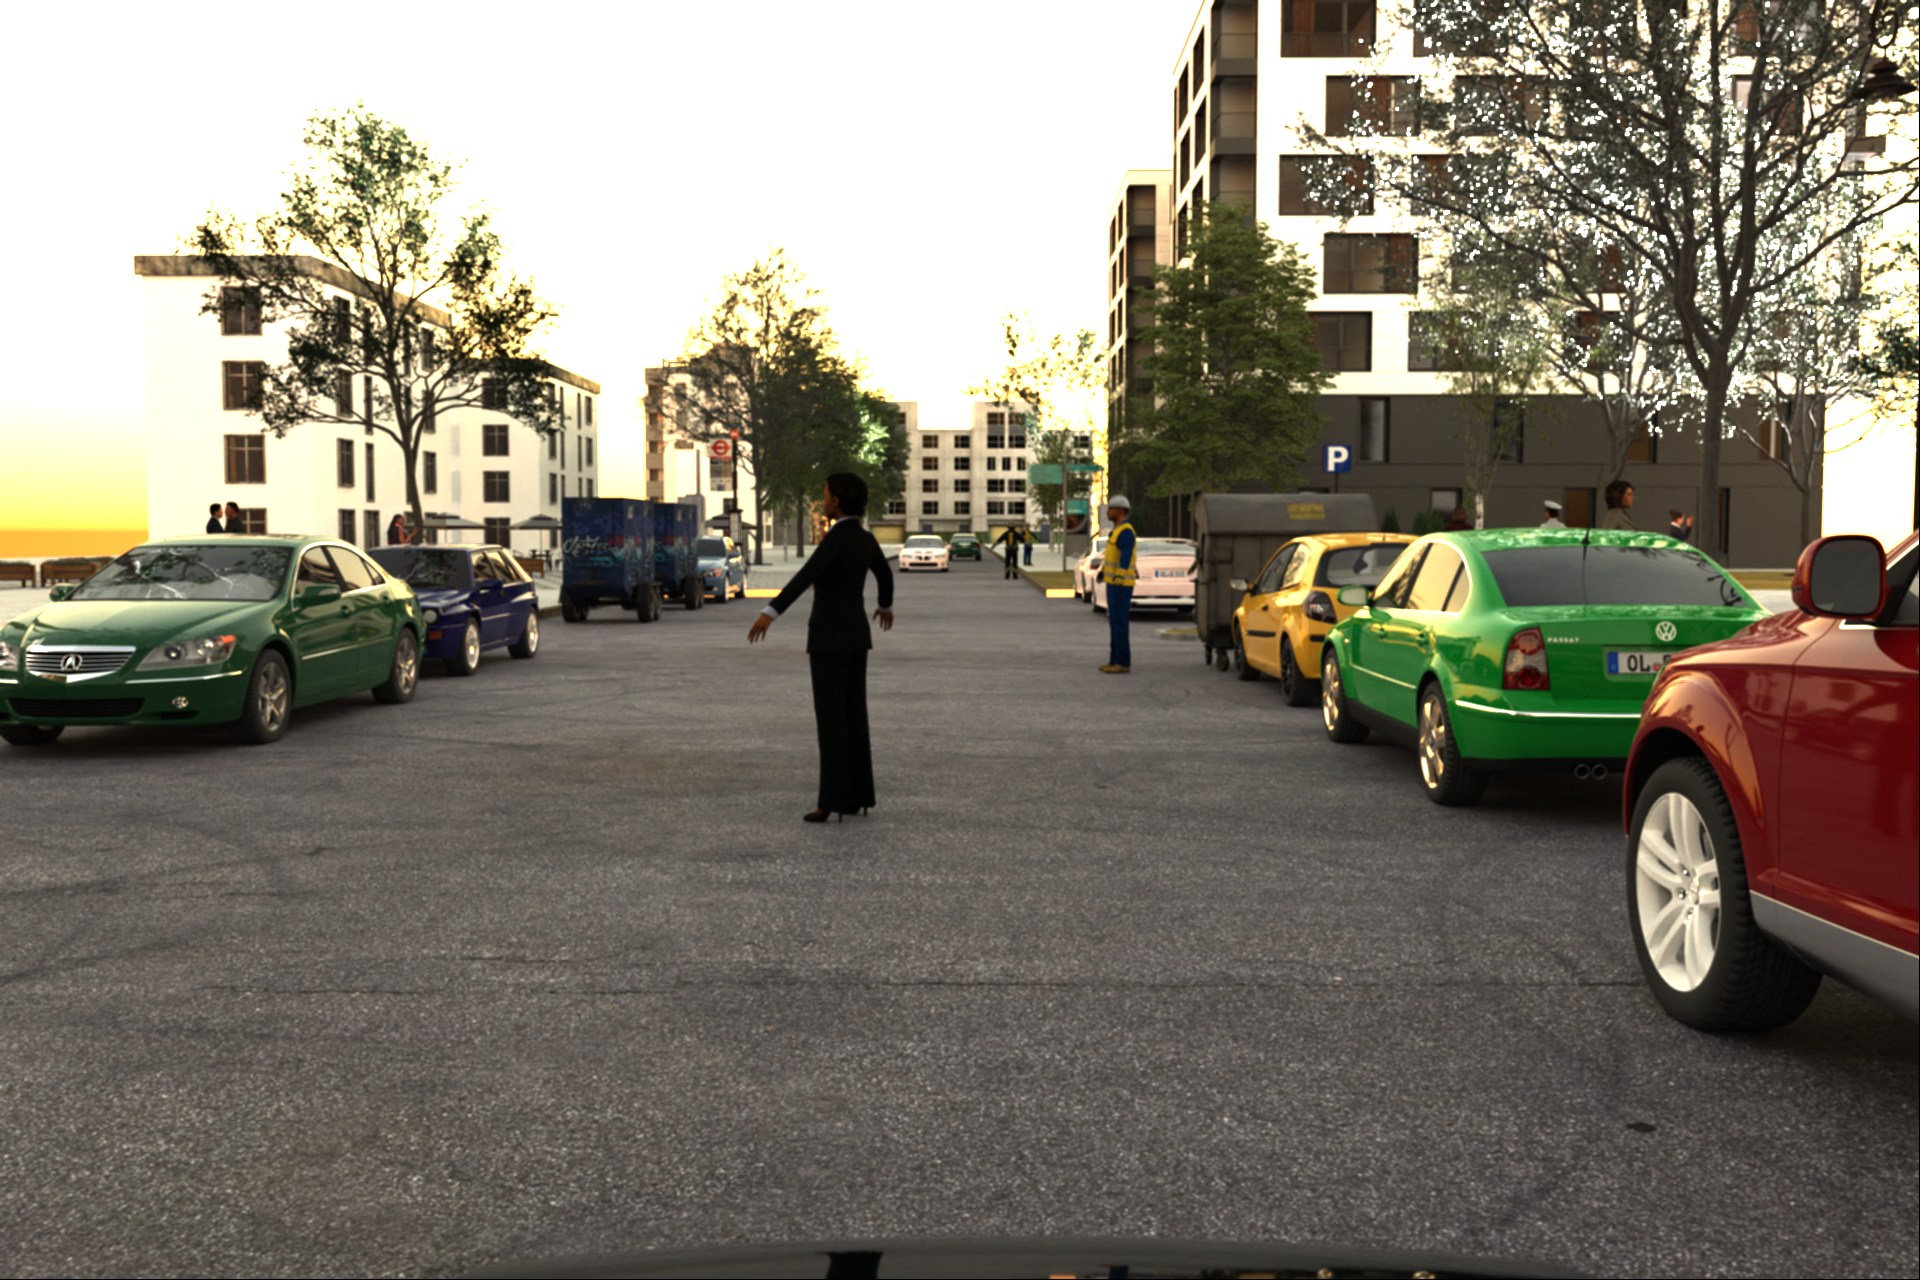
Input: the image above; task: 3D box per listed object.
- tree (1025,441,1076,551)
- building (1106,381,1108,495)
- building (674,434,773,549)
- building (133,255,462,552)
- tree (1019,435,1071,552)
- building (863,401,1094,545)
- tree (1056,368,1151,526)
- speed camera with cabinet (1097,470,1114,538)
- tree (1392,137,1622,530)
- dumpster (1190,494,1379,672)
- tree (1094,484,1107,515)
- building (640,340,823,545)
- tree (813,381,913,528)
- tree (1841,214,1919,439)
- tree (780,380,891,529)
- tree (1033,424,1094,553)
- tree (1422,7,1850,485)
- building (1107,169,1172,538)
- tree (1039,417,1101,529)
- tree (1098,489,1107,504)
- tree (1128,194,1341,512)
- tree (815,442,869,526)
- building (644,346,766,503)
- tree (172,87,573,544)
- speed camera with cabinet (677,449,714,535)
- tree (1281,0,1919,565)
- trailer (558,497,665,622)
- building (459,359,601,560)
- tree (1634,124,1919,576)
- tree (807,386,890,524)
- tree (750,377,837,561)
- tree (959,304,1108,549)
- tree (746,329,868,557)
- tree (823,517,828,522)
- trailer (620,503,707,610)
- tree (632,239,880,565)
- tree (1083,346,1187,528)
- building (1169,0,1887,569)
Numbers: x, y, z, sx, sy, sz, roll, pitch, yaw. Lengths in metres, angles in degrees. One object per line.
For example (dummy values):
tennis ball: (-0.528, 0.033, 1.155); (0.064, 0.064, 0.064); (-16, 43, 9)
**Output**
tree: (7.007, -11.212, 133.685); (4.737, 8.622, 4.395); (0, 3, 0)
building: (24.026, -20.423, 164.843); (19.493, 23.208, 18.063); (0, 4, 1)
building: (-21.601, -13.245, 158.704); (9.099, 9.664, 28.070); (0, 4, 0)
building: (-23.885, -7.591, 66.255); (9.099, 9.664, 28.070); (0, 4, 0)
tree: (6.555, -10.750, 126.129); (4.737, 8.622, 4.395); (0, 3, 0)
building: (1.591, -22.463, 236.185); (31.486, 18.905, 16.747); (0, 4, -2)
tree: (6.821, -7.718, 76.559); (4.360, 8.622, 3.978); (0, 3, 0)
speed camera with cabinet: (4.618, -3.601, 53.206); (0.660, 3.252, 2.038); (0, 4, -1)
tree: (9.738, -5.061, 33.117); (4.360, 8.622, 3.978); (0, 3, 0)
dumpster: (3.439, -0.628, 18.489); (1.865, 1.857, 1.264); (0, 4, 1)
tree: (20.393, -17.501, 236.510); (4.360, 8.622, 3.978); (0, 3, 0)
building: (-26.029, -22.746, 202.829); (19.493, 23.208, 18.063); (0, 4, 0)
tree: (-8.467, -14.628, 145.828); (9.857, 13.997, 8.962); (0, 3, 0)
tree: (24.665, -6.509, 40.835); (7.601, 10.594, 8.767); (0, 4, 3)
tree: (-8.172, -11.227, 109.321); (9.928, 11.665, 9.643); (0, 3, 0)
tree: (6.912, -10.152, 116.346); (4.737, 8.622, 4.395); (0, 3, 0)
tree: (15.587, -7.977, 40.786); (12.009, 13.543, 11.850); (0, 3, 0)
building: (23.414, -16.483, 113.465); (27.936, 21.610, 32.646); (0, 4, 0)
tree: (7.029, -9.671, 108.490); (4.360, 8.622, 3.978); (0, 3, 0)
tree: (20.565, -17.245, 232.318); (4.737, 8.622, 4.395); (0, 3, 0)
tree: (9.200, -8.587, 58.528); (7.486, 12.596, 7.792); (0, 3, 0)
tree: (-8.207, -10.490, 121.880); (4.737, 8.622, 4.395); (0, 3, 0)
building: (-25.712, -19.487, 175.026); (16.016, 20.090, 11.380); (0, 4, 1)
tree: (-11.714, -6.254, 36.667); (7.601, 10.594, 8.767); (1, 4, 21)
speed camera with cabinet: (-6.264, -2.854, 40.999); (0.660, 3.252, 2.038); (0, 4, 0)
tree: (9.645, -6.827, 21.996); (12.009, 13.543, 11.850); (0, 3, 0)
trailer: (-5.696, -1.259, 27.636); (1.471, 1.999, 3.904); (0, 3, 0)
building: (-24.593, -9.464, 96.885); (9.099, 9.664, 28.070); (0, 3, 0)
tree: (25.781, -8.704, 52.688); (12.009, 13.543, 11.850); (0, 3, 0)
tree: (-8.855, -13.069, 131.811); (7.486, 12.596, 7.792); (0, 3, 0)
tree: (-8.380, -7.980, 80.843); (4.360, 8.622, 3.978); (0, 3, 0)
tree: (6.252, -17.637, 144.258); (12.611, 20.169, 13.585); (0, 3, 0)
tree: (-8.565, -10.861, 95.703); (7.486, 12.596, 7.792); (0, 3, 0)
tree: (-20.050, -19.313, 233.899); (7.486, 12.596, 7.792); (0, 3, 0)
trailer: (-5.694, -1.551, 32.408); (1.471, 1.999, 3.904); (0, 4, 0)
tree: (-8.214, -9.852, 71.448); (12.009, 13.543, 11.850); (0, 3, 0)
tree: (6.644, -7.200, 68.079); (4.360, 8.622, 3.978); (0, 3, 0)
building: (23.360, -14.403, 79.467); (27.936, 21.610, 32.646); (0, 4, 1)
